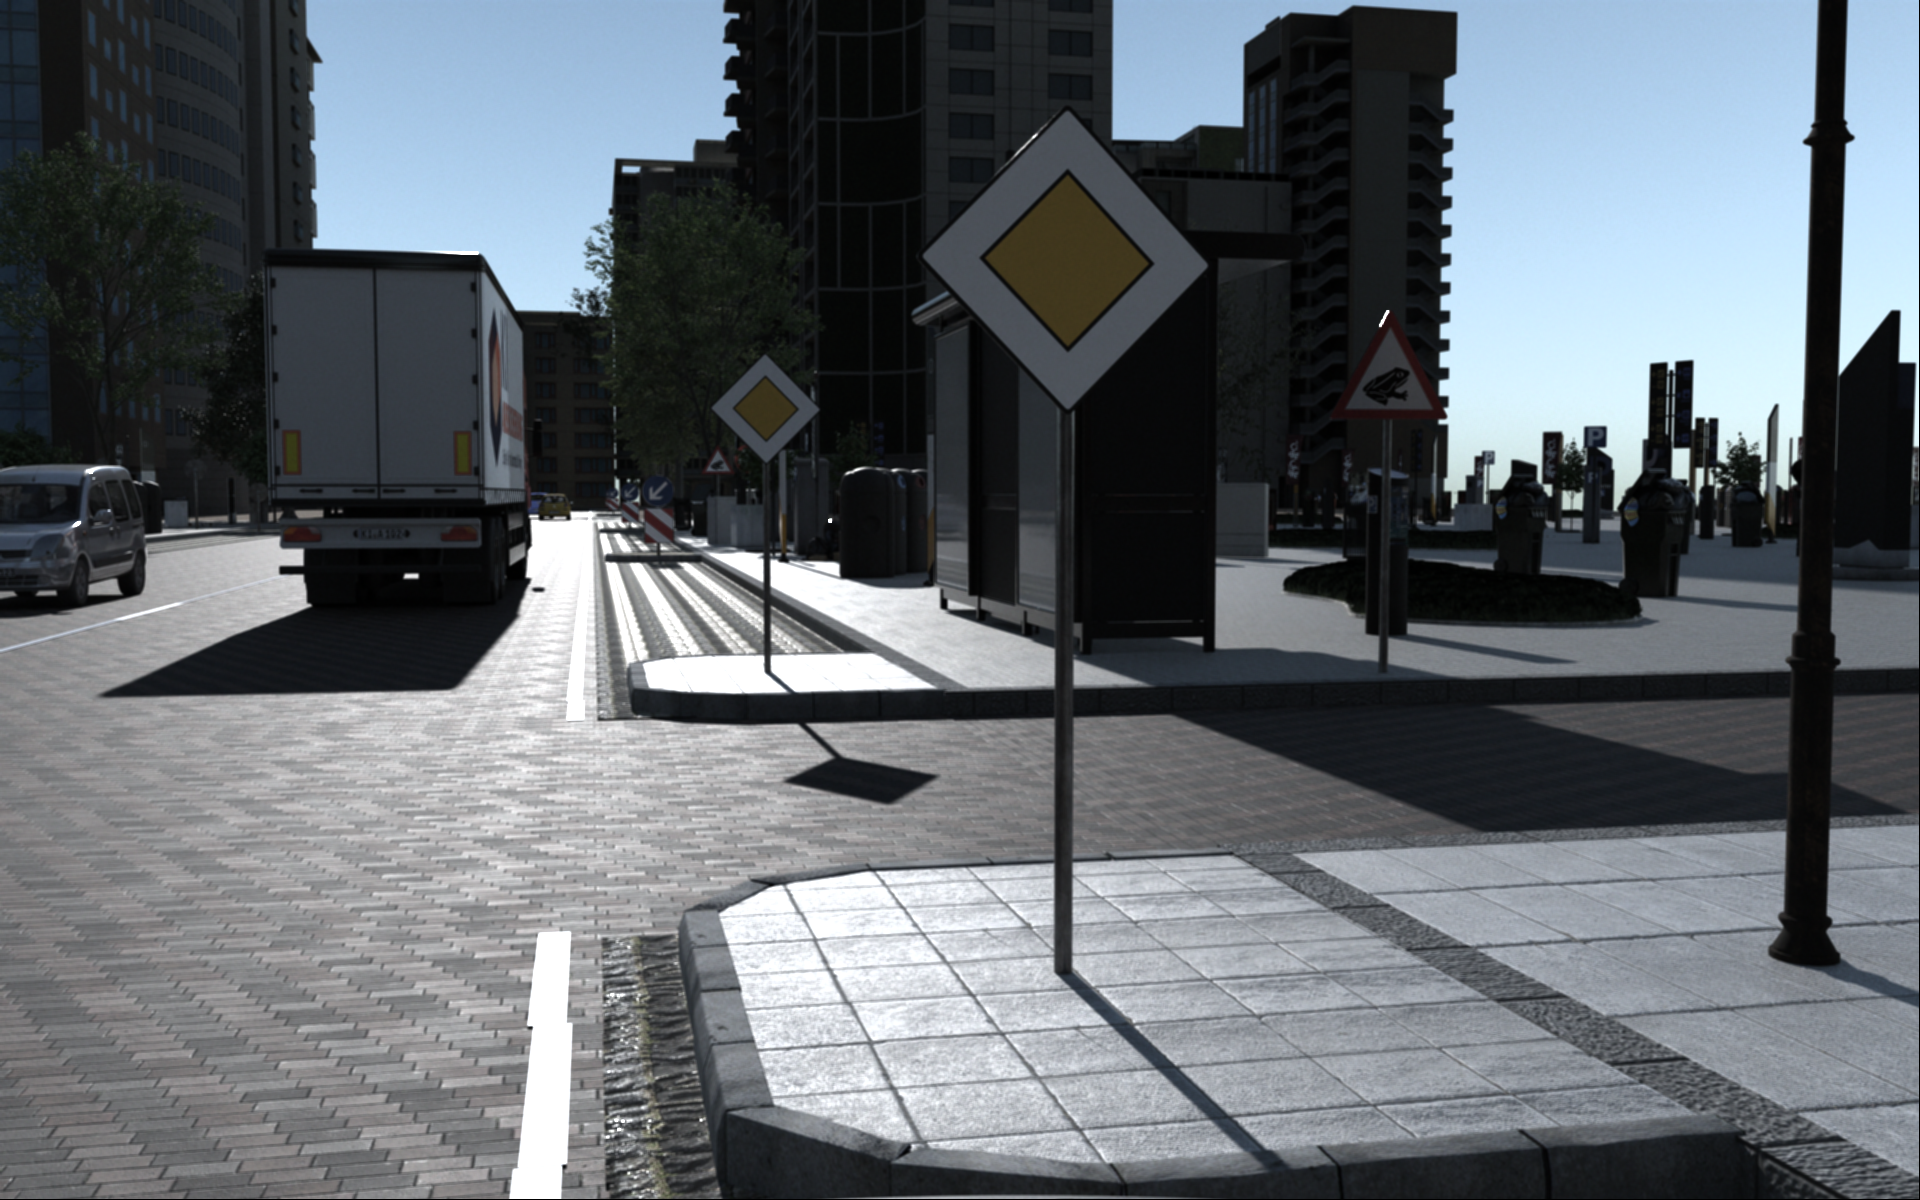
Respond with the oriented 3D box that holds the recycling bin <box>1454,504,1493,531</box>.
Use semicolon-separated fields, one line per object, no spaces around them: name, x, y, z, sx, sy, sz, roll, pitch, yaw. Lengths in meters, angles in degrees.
recycling bin;13.379;-1.994;45.154;0.722;1.027;0.722;-1;4;-18

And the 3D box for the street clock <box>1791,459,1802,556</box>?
street clock;17.331;-1.898;35.597;0.471;2.002;0.358;1;4;18

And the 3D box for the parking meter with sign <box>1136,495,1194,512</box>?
parking meter with sign;3.824;-2.330;34.356;1.738;3.016;0.543;1;4;9

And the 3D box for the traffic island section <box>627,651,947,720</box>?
traffic island section;-1.366;0.600;12.478;2.009;0.180;2.903;-1;4;-12

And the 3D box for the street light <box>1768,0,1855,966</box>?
street light;2.336;-1.947;4.615;0.468;5.910;1.993;-1;4;-12

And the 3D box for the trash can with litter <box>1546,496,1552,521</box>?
trash can with litter;27.986;-4.311;81.870;0.624;1.170;1.055;2;4;35

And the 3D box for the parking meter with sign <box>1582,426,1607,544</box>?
parking meter with sign;16.594;-3.005;45.396;0.543;3.016;1.738;1;4;18

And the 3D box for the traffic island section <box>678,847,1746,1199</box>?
traffic island section;0.295;1.077;4.667;2.009;0.180;2.903;-1;4;-12

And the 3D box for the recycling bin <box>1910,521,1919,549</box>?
recycling bin;22.055;-1.718;40.638;0.722;1.027;0.722;1;4;12

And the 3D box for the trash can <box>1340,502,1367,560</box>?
trash can;7.611;-1.307;33.020;0.748;1.137;0.748;0;3;0

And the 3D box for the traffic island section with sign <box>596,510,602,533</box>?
traffic island section with sign;-12.288;-3.378;63.852;1.989;1.847;2.006;-1;4;-12

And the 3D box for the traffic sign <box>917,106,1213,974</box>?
traffic sign;0.274;-0.058;4.585;0.795;2.450;0.064;-1;4;-12

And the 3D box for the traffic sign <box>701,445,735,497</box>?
traffic sign;-6.453;-2.828;46.238;0.884;2.594;0.081;0;4;-6

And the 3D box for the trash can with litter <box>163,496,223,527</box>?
trash can with litter;-30.385;-3.518;68.572;2.233;1.210;1.678;-2;4;-28

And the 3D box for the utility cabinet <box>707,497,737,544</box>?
utility cabinet;-6.124;-2.041;44.539;0.306;1.237;1.020;2;4;23

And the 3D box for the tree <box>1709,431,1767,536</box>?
tree;23.910;-3.594;53.361;1.663;3.219;1.824;0;3;0

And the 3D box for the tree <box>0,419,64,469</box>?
tree;-41.086;-5.627;75.711;4.285;4.588;4.351;0;3;0

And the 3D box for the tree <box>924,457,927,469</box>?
tree;-0.969;-5.081;77.672;1.663;3.219;1.824;0;3;0

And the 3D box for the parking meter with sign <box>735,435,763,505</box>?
parking meter with sign;-5.146;-3.078;46.583;1.738;3.016;0.543;-1;4;-11

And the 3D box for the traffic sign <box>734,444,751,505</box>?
traffic sign;-5.319;-2.672;43.795;0.768;2.556;0.104;-1;4;-8

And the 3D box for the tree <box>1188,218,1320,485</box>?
tree;7.096;-5.862;46.211;4.360;8.622;3.978;0;3;0

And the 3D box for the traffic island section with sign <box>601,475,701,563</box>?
traffic island section with sign;-6.574;-1.734;36.985;1.989;1.847;2.006;-1;4;-12

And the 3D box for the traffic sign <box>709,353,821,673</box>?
traffic sign;-1.387;-0.535;12.396;0.795;2.450;0.064;-1;4;-12

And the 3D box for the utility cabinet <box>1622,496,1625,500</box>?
utility cabinet;28.633;-3.878;74.559;0.306;1.237;1.020;1;4;20

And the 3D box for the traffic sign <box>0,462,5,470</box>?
traffic sign;-25.171;-2.748;44.926;0.884;2.594;0.081;0;4;-5

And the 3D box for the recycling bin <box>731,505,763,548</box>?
recycling bin;-5.087;-1.780;41.655;0.722;1.027;0.722;-1;4;-20

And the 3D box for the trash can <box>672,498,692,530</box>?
trash can;-9.786;-3.029;61.177;0.748;1.137;0.748;0;3;0

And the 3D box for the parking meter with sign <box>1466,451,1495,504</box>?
parking meter with sign;21.071;-4.562;70.846;0.543;3.016;1.738;-1;4;-20

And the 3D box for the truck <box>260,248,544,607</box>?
truck;-7.785;-2.235;25.458;2.839;4.237;11.283;-1;4;-11

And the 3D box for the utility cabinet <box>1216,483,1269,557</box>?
utility cabinet;5.597;-1.599;34.823;1.173;1.500;0.318;2;4;26

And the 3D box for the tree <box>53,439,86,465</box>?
tree;-31.517;-4.075;61.231;1.663;3.219;1.824;0;3;0

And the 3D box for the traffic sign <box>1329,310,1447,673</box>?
traffic sign;3.041;-0.756;12.372;0.884;2.594;0.081;-1;4;-10

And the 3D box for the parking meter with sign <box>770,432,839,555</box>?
parking meter with sign;-3.116;-2.457;36.439;1.738;3.016;0.543;-1;4;-17

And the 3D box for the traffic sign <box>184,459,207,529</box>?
traffic sign;-27.772;-3.844;62.959;0.768;2.556;0.104;-1;4;-11

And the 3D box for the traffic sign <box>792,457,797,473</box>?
traffic sign;-4.125;-2.362;40.746;0.606;2.300;0.079;0;4;-6

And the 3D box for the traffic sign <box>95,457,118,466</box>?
traffic sign;-28.904;-3.583;58.692;0.768;2.556;0.104;0;4;-7

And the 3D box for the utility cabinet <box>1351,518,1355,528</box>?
utility cabinet;13.013;-2.721;55.647;0.306;1.237;1.020;-3;4;-38

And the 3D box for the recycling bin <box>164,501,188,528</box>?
recycling bin;-29.734;-3.250;65.695;0.722;1.027;0.722;-2;4;-34

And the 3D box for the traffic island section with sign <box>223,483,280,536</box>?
traffic island section with sign;-24.442;-3.161;60.303;1.989;1.847;2.006;-1;4;-12

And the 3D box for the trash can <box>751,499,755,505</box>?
trash can;-6.221;-2.606;54.260;0.748;1.137;0.748;0;3;0

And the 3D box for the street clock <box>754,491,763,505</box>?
street clock;-5.237;-2.507;45.552;0.471;2.002;0.358;3;5;42

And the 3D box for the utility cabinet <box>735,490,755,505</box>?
utility cabinet;-10.502;-4.676;85.128;1.173;1.500;0.318;2;4;32

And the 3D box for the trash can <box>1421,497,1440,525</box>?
trash can;19.851;-3.758;73.099;0.748;1.137;0.748;0;3;0
